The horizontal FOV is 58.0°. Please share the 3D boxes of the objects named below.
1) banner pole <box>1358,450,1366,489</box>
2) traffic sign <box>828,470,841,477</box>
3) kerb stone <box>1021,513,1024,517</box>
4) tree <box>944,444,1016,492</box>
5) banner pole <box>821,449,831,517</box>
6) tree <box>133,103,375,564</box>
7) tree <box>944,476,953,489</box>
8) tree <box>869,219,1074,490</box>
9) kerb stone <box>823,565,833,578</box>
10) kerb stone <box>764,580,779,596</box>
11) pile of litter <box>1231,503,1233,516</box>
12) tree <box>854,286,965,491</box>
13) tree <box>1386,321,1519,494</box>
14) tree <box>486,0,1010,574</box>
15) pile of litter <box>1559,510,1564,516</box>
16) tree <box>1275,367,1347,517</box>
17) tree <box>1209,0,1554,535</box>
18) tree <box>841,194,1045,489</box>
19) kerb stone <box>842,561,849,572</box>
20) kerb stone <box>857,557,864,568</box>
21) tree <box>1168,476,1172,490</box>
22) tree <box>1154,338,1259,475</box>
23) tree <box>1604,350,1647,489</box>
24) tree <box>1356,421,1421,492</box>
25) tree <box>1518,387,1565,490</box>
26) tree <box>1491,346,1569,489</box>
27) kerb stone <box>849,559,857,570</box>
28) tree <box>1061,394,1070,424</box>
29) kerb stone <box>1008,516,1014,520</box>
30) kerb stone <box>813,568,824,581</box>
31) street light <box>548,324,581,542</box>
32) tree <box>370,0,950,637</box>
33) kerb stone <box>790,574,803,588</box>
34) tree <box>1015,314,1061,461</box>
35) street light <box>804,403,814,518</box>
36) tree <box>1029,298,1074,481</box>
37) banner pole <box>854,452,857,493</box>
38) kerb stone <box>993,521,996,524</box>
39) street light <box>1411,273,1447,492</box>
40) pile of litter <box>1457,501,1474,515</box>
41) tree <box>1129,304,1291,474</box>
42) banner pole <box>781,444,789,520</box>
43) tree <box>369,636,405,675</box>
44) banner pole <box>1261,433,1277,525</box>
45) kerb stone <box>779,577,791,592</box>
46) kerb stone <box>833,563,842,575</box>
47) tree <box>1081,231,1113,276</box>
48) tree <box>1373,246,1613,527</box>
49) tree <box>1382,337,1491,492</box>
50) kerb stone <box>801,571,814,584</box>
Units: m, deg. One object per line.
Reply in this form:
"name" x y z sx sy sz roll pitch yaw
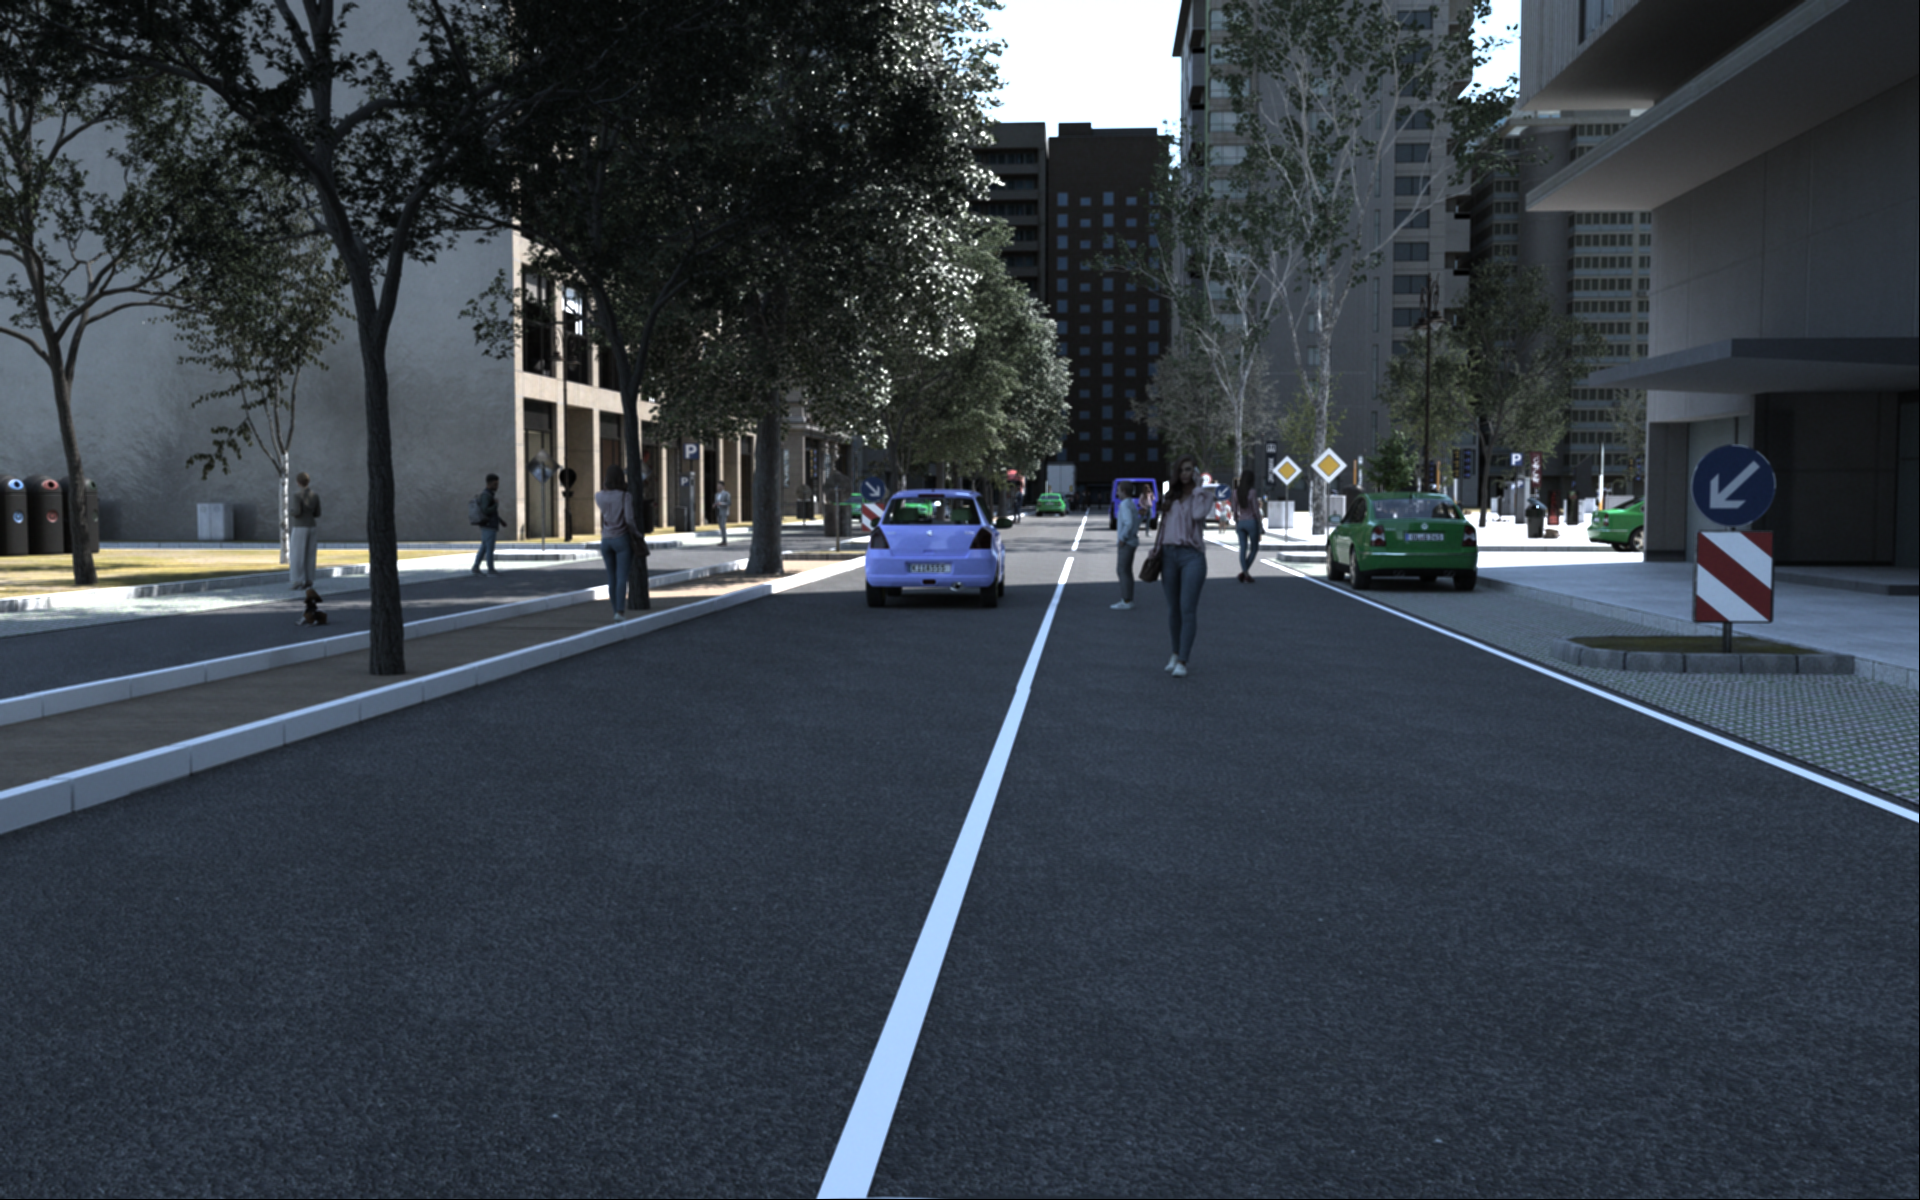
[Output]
"banner pole" 22.716 -6.597 97.883 0.863 3.779 0.401 -3 5 -42
"traffic sign" -6.691 -5.680 92.967 0.768 2.556 0.104 0 4 5
"kerb stone" 3.831 -5.374 110.086 0.120 0.150 1.000 0 4 4
"tree" 1.412 -8.586 93.195 4.737 8.622 4.395 0 3 0
"banner pole" -7.440 -6.478 95.930 0.863 3.779 0.401 3 5 40
"tree" -12.647 -4.984 31.853 4.360 8.622 3.978 0 3 0
"tree" -1.322 -11.447 181.764 1.663 3.219 1.824 0 3 0
"tree" -0.094 -9.323 71.897 9.611 12.733 9.660 0 3 0
"kerb stone" -2.365 -0.464 29.781 0.120 0.150 1.000 0 4 4
"kerb stone" -2.762 -0.150 24.670 0.120 0.150 1.000 0 4 4
"pile of litter" 16.252 -5.453 103.127 1.719 0.858 1.176 -3 5 -41
"tree" -1.827 -6.273 55.391 4.360 8.622 3.978 0 3 0
"tree" 20.248 -7.496 72.922 4.737 8.622 4.395 0 3 0
"tree" -3.506 -7.442 30.788 9.857 13.997 8.962 0 3 0
"pile of litter" 35.668 -5.391 102.113 1.719 0.858 1.176 0 4 7
"tree" 19.701 -8.982 97.216 4.737 8.622 4.395 0 3 0
"tree" 12.012 -12.160 54.703 12.611 20.169 13.585 0 3 0
"tree" -0.796 -8.729 63.298 7.486 12.596 7.792 0 3 0
"kerb stone" -2.209 -0.581 31.821 0.120 0.150 1.000 0 4 4
"kerb stone" -2.051 -0.706 33.870 0.120 0.150 1.000 0 4 4
"tree" 19.637 -10.126 160.165 1.663 3.219 1.824 0 3 0
"tree" 17.550 -12.610 124.297 7.486 12.596 7.792 0 3 0
"tree" 33.627 -8.208 84.569 4.360 8.622 3.978 0 3 0
"tree" 11.366 -3.143 45.988 1.663 3.219 1.824 0 3 0
"tree" 36.286 -9.780 110.257 4.737 8.622 4.395 0 3 0
"tree" 28.059 -8.283 85.796 4.360 8.622 3.978 0 3 0
"kerb stone" -2.128 -0.651 32.845 0.120 0.150 1.000 0 4 4
"tree" 1.368 -9.174 86.863 8.767 10.594 7.601 0 4 4
"kerb stone" 2.968 -4.682 98.852 0.120 0.150 1.000 0 4 4
"kerb stone" -2.440 -0.401 28.758 0.120 0.150 1.000 0 4 4
"street light" -10.585 -4.508 46.498 0.468 5.910 1.993 0 4 4
"tree" -3.917 -5.171 21.419 8.767 10.594 7.601 0 4 4
"kerb stone" -2.606 -0.274 26.718 0.120 0.150 1.000 0 4 4
"tree" -1.709 -6.846 48.802 8.767 10.594 7.601 0 4 4
"street light" -7.435 -6.962 86.610 0.468 5.910 1.993 0 4 4
"tree" 2.632 -12.168 108.053 9.857 13.997 8.962 0 3 0
"banner pole" -6.234 -6.969 103.953 0.401 3.779 0.863 -1 4 -12
"kerb stone" 1.780 -3.744 83.503 0.120 0.150 1.000 0 4 4
"street light" 9.803 -3.886 36.326 0.468 5.910 1.993 0 4 4
"pile of litter" 30.708 -5.601 105.541 1.719 0.858 1.176 -2 4 -31
"tree" 16.103 -12.366 112.558 12.009 13.543 11.850 0 3 0
"banner pole" -8.655 -5.841 85.521 0.401 3.779 0.863 -3 4 -37
"tree" -4.488 -4.702 13.753 8.767 10.594 7.601 0 4 4
"banner pole" 12.664 -4.976 71.371 0.863 3.779 0.401 -1 4 -10
"kerb stone" -2.687 -0.208 25.689 0.120 0.150 1.000 0 4 4
"kerb stone" -2.285 -0.526 30.801 0.120 0.150 1.000 0 4 4
"tree" 12.947 -14.218 88.356 12.611 20.169 13.585 0 3 0
"tree" 20.076 -8.054 66.093 8.767 10.594 7.601 0 4 4
"tree" 21.110 -7.847 78.654 4.360 8.622 3.978 0 3 0
"kerb stone" -2.524 -0.339 27.739 0.120 0.150 1.000 0 4 4
